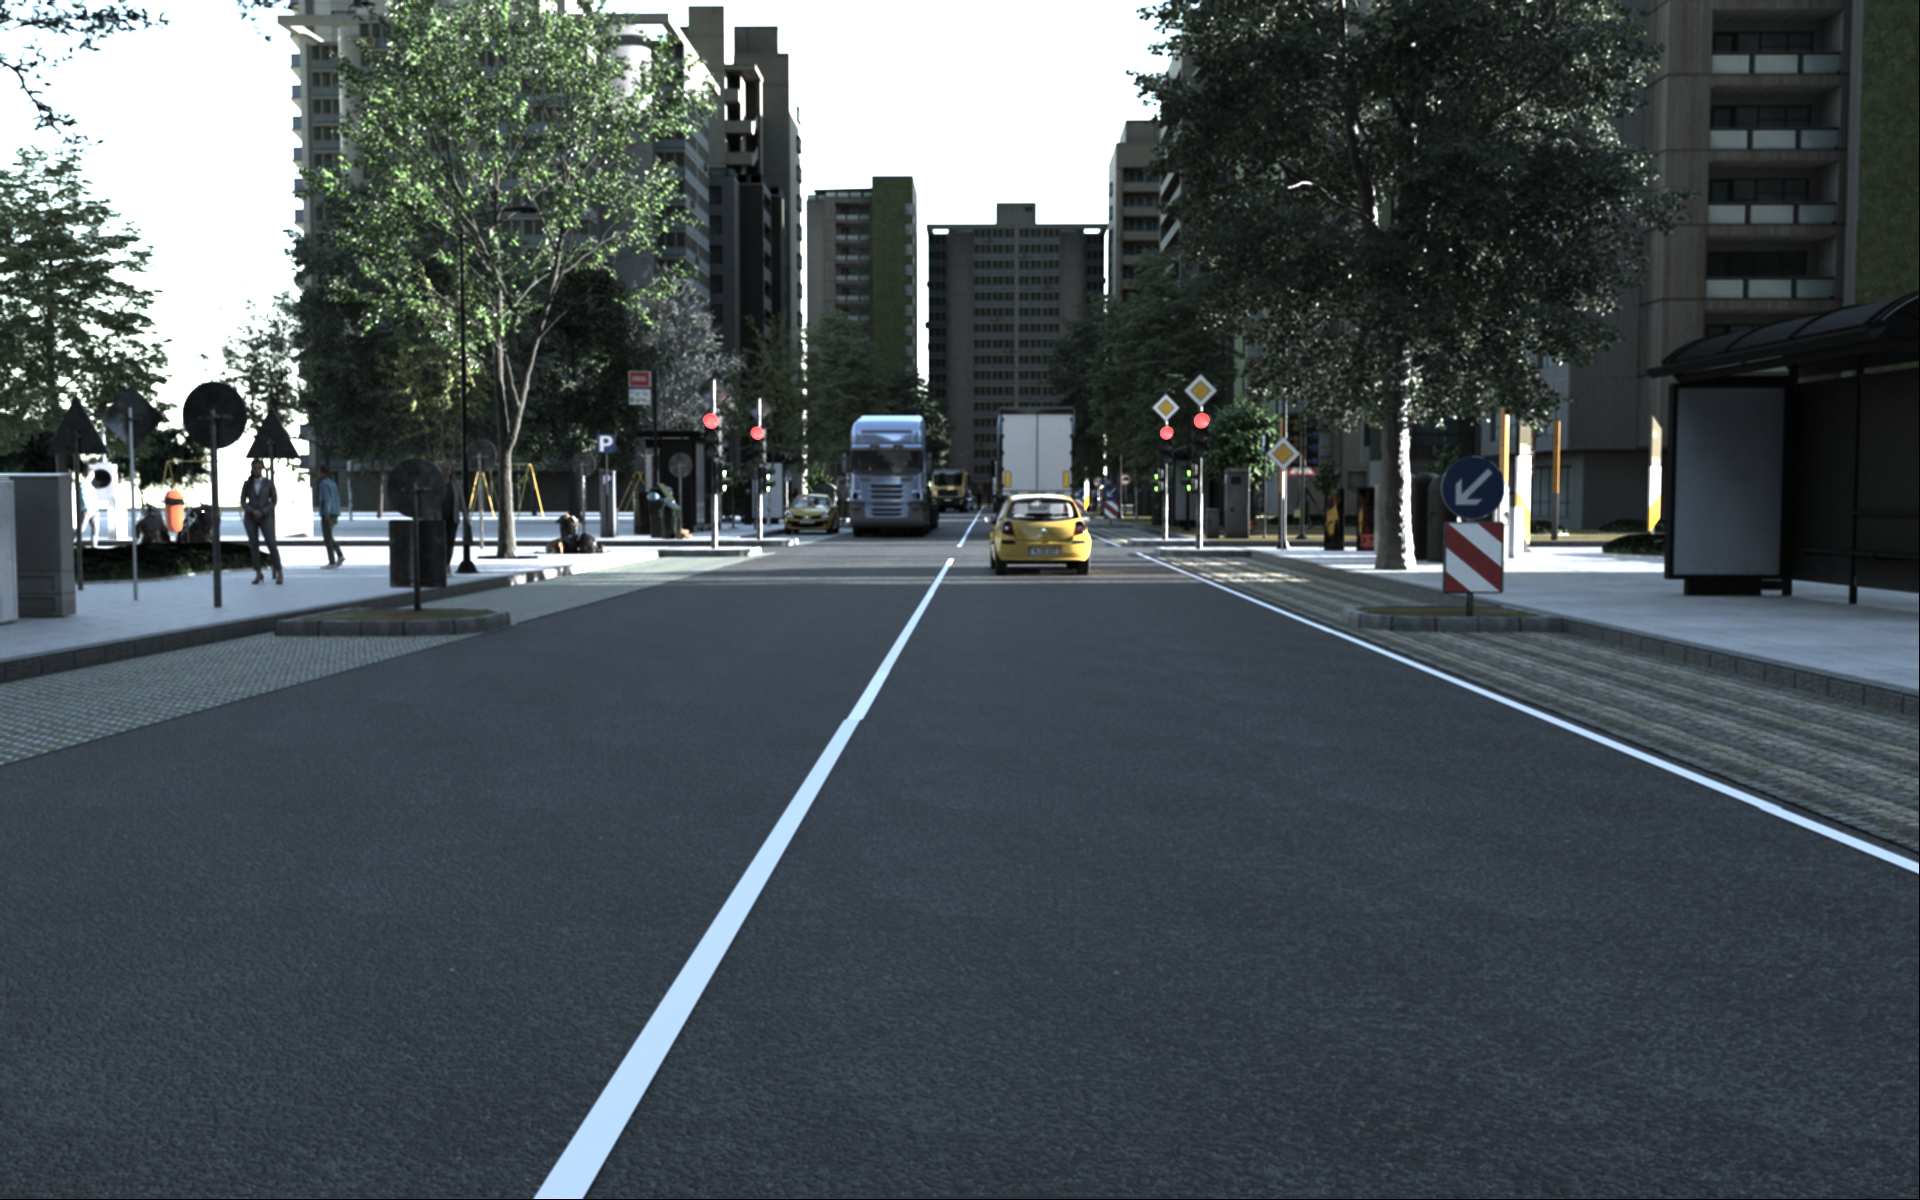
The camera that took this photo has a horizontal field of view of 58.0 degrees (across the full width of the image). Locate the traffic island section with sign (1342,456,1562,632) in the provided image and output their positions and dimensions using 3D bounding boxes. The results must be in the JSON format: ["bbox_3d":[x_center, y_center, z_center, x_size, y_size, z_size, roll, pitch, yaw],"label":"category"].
[{"bbox_3d":[5.247,-0.623,18.814,1.989,1.847,2.006,0,4,1],"label":"traffic island section with sign"}]

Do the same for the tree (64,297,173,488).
[{"bbox_3d":[-32.120,-7.065,65.878,4.360,8.622,3.978,0,3,0],"label":"tree"}]

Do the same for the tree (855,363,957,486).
[{"bbox_3d":[-5.428,-15.987,168.044,9.857,13.997,8.962,0,3,0],"label":"tree"}]

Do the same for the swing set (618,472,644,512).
[{"bbox_3d":[-22.555,-7.618,122.177,2.862,2.851,3.119,0,4,-1],"label":"swing set"}]

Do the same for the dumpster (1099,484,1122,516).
[{"bbox_3d":[8.923,-5.906,102.328,1.264,1.857,1.865,0,4,1],"label":"dumpster"}]

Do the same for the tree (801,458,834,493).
[{"bbox_3d":[-7.869,-6.080,94.004,1.663,3.219,1.824,0,3,0],"label":"tree"}]

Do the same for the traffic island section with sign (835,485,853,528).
[{"bbox_3d":[-4.915,-3.963,73.420,1.989,1.847,2.006,0,4,1],"label":"traffic island section with sign"}]

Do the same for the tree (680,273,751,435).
[{"bbox_3d":[-15.832,-11.032,90.751,12.009,13.543,11.850,0,3,0],"label":"tree"}]

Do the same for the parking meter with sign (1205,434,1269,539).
[{"bbox_3d":[7.997,-3.293,50.105,1.738,3.016,0.543,0,4,-3],"label":"parking meter with sign"}]

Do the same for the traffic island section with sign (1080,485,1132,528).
[{"bbox_3d":[6.226,-3.950,73.213,1.989,1.847,2.006,0,4,1],"label":"traffic island section with sign"}]

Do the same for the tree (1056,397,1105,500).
[{"bbox_3d":[10.655,-14.204,166.654,7.601,10.594,8.767,2,4,25],"label":"tree"}]

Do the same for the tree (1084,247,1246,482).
[{"bbox_3d":[9.389,-9.921,80.333,7.486,12.596,7.792,0,3,0],"label":"tree"}]

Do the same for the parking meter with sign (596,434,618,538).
[{"bbox_3d":[-10.435,-3.375,51.436,0.543,3.016,1.738,0,4,-7],"label":"parking meter with sign"}]

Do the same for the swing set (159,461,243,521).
[{"bbox_3d":[-35.491,-5.106,81.098,3.119,2.851,2.862,0,4,-2],"label":"swing set"}]

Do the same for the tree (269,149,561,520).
[{"bbox_3d":[-19.563,-9.558,62.927,9.857,13.997,8.962,0,3,0],"label":"tree"}]

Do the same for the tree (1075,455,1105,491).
[{"bbox_3d":[9.891,-9.350,136.584,4.285,4.588,4.351,0,3,0],"label":"tree"}]

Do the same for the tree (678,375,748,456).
[{"bbox_3d":[-15.026,-9.432,104.581,4.360,8.622,3.978,0,3,0],"label":"tree"}]

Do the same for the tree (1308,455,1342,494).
[{"bbox_3d":[18.050,-5.571,85.684,1.663,3.219,1.824,0,3,0],"label":"tree"}]

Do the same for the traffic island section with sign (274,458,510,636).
[{"bbox_3d":[-5.879,-0.591,18.298,1.989,1.847,2.006,0,4,1],"label":"traffic island section with sign"}]

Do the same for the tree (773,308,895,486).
[{"bbox_3d":[-7.433,-11.504,106.220,7.486,12.596,7.792,0,3,0],"label":"tree"}]

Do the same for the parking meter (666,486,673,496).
[{"bbox_3d":[-8.893,-2.697,52.512,0.372,1.533,0.369,0,3,0],"label":"parking meter"}]

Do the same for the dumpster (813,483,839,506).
[{"bbox_3d":[-7.069,-5.217,91.056,1.264,1.857,1.865,0,4,1],"label":"dumpster"}]

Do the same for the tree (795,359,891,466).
[{"bbox_3d":[-7.374,-11.175,117.125,7.601,10.594,8.767,1,4,14],"label":"tree"}]

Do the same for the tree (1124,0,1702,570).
[{"bbox_3d":[7.473,-7.486,29.053,9.857,13.997,8.962,0,3,0],"label":"tree"}]

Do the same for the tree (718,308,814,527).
[{"bbox_3d":[-7.647,-7.223,68.460,4.737,8.622,4.395,0,3,0],"label":"tree"}]

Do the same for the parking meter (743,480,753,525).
[{"bbox_3d":[-8.915,-4.096,72.687,0.399,1.863,0.255,-1,4,-11],"label":"parking meter"}]

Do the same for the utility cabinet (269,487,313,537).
[{"bbox_3d":[-19.671,-2.581,50.877,1.173,1.500,0.318,-2,4,-31],"label":"utility cabinet"}]

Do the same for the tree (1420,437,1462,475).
[{"bbox_3d":[16.460,-3.926,58.796,1.663,3.219,1.824,0,3,0],"label":"tree"}]

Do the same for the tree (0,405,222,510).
[{"bbox_3d":[-56.343,-9.119,112.004,20.602,7.101,11.467,0,4,3],"label":"tree"}]

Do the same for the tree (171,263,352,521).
[{"bbox_3d":[-22.095,-6.401,55.023,4.360,8.622,3.978,0,3,0],"label":"tree"}]

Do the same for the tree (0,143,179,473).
[{"bbox_3d":[-30.074,-8.483,56.820,7.486,12.596,7.792,0,3,0],"label":"tree"}]

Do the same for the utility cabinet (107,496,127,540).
[{"bbox_3d":[-23.748,-2.303,48.819,0.306,1.237,1.020,-3,4,-37],"label":"utility cabinet"}]

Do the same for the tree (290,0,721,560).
[{"bbox_3d":[-8.908,-6.639,34.298,9.928,11.665,9.643,0,3,0],"label":"tree"}]

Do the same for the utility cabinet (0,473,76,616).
[{"bbox_3d":[-9.908,-0.574,18.064,1.173,1.500,0.318,0,4,-1],"label":"utility cabinet"}]

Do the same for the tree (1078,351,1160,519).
[{"bbox_3d":[8.779,-8.430,88.193,4.737,8.622,4.395,0,3,0],"label":"tree"}]

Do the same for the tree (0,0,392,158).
[{"bbox_3d":[-8.526,-6.087,9.887,12.009,13.543,11.850,0,3,0],"label":"tree"}]

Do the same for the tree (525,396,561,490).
[{"bbox_3d":[-28.034,-9.993,113.750,4.737,8.622,4.395,0,3,0],"label":"tree"}]

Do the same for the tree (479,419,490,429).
[{"bbox_3d":[-30.561,-9.591,91.220,8.767,10.594,7.601,-3,5,-40],"label":"tree"}]

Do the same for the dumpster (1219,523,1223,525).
[{"bbox_3d":[11.075,-4.215,71.413,1.502,2.255,1.985,0,4,1],"label":"dumpster"}]

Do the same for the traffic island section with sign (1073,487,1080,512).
[{"bbox_3d":[6.699,-5.599,100.164,1.989,1.847,2.006,0,4,1],"label":"traffic island section with sign"}]

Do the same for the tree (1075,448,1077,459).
[{"bbox_3d":[10.847,-12.528,155.194,4.737,8.622,4.395,0,3,0],"label":"tree"}]

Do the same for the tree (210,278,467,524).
[{"bbox_3d":[-27.034,-8.521,73.728,7.601,10.594,8.767,1,4,21],"label":"tree"}]

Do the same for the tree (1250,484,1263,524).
[{"bbox_3d":[12.199,-4.881,74.402,1.663,3.219,1.824,0,3,0],"label":"tree"}]

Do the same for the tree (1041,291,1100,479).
[{"bbox_3d":[9.839,-12.407,109.516,9.857,13.997,8.962,0,3,0],"label":"tree"}]

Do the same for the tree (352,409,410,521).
[{"bbox_3d":[-28.707,-8.028,81.624,4.360,8.622,3.978,0,3,0],"label":"tree"}]

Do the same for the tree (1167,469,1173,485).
[{"bbox_3d":[14.905,-7.726,120.921,1.663,3.219,1.824,0,3,0],"label":"tree"}]

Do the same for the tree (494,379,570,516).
[{"bbox_3d":[-25.639,-10.285,102.580,7.601,10.594,8.767,-1,4,-17],"label":"tree"}]

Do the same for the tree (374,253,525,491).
[{"bbox_3d":[-15.713,-6.266,52.808,4.737,8.622,4.395,0,3,0],"label":"tree"}]

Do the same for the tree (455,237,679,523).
[{"bbox_3d":[-17.315,-9.801,77.260,9.611,12.733,9.660,0,3,0],"label":"tree"}]

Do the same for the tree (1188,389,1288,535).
[{"bbox_3d":[8.895,-4.324,54.413,4.285,4.588,4.351,0,3,0],"label":"tree"}]

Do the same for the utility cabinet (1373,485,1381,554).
[{"bbox_3d":[9.030,-1.734,37.033,0.318,1.500,1.173,1,4,10],"label":"utility cabinet"}]
